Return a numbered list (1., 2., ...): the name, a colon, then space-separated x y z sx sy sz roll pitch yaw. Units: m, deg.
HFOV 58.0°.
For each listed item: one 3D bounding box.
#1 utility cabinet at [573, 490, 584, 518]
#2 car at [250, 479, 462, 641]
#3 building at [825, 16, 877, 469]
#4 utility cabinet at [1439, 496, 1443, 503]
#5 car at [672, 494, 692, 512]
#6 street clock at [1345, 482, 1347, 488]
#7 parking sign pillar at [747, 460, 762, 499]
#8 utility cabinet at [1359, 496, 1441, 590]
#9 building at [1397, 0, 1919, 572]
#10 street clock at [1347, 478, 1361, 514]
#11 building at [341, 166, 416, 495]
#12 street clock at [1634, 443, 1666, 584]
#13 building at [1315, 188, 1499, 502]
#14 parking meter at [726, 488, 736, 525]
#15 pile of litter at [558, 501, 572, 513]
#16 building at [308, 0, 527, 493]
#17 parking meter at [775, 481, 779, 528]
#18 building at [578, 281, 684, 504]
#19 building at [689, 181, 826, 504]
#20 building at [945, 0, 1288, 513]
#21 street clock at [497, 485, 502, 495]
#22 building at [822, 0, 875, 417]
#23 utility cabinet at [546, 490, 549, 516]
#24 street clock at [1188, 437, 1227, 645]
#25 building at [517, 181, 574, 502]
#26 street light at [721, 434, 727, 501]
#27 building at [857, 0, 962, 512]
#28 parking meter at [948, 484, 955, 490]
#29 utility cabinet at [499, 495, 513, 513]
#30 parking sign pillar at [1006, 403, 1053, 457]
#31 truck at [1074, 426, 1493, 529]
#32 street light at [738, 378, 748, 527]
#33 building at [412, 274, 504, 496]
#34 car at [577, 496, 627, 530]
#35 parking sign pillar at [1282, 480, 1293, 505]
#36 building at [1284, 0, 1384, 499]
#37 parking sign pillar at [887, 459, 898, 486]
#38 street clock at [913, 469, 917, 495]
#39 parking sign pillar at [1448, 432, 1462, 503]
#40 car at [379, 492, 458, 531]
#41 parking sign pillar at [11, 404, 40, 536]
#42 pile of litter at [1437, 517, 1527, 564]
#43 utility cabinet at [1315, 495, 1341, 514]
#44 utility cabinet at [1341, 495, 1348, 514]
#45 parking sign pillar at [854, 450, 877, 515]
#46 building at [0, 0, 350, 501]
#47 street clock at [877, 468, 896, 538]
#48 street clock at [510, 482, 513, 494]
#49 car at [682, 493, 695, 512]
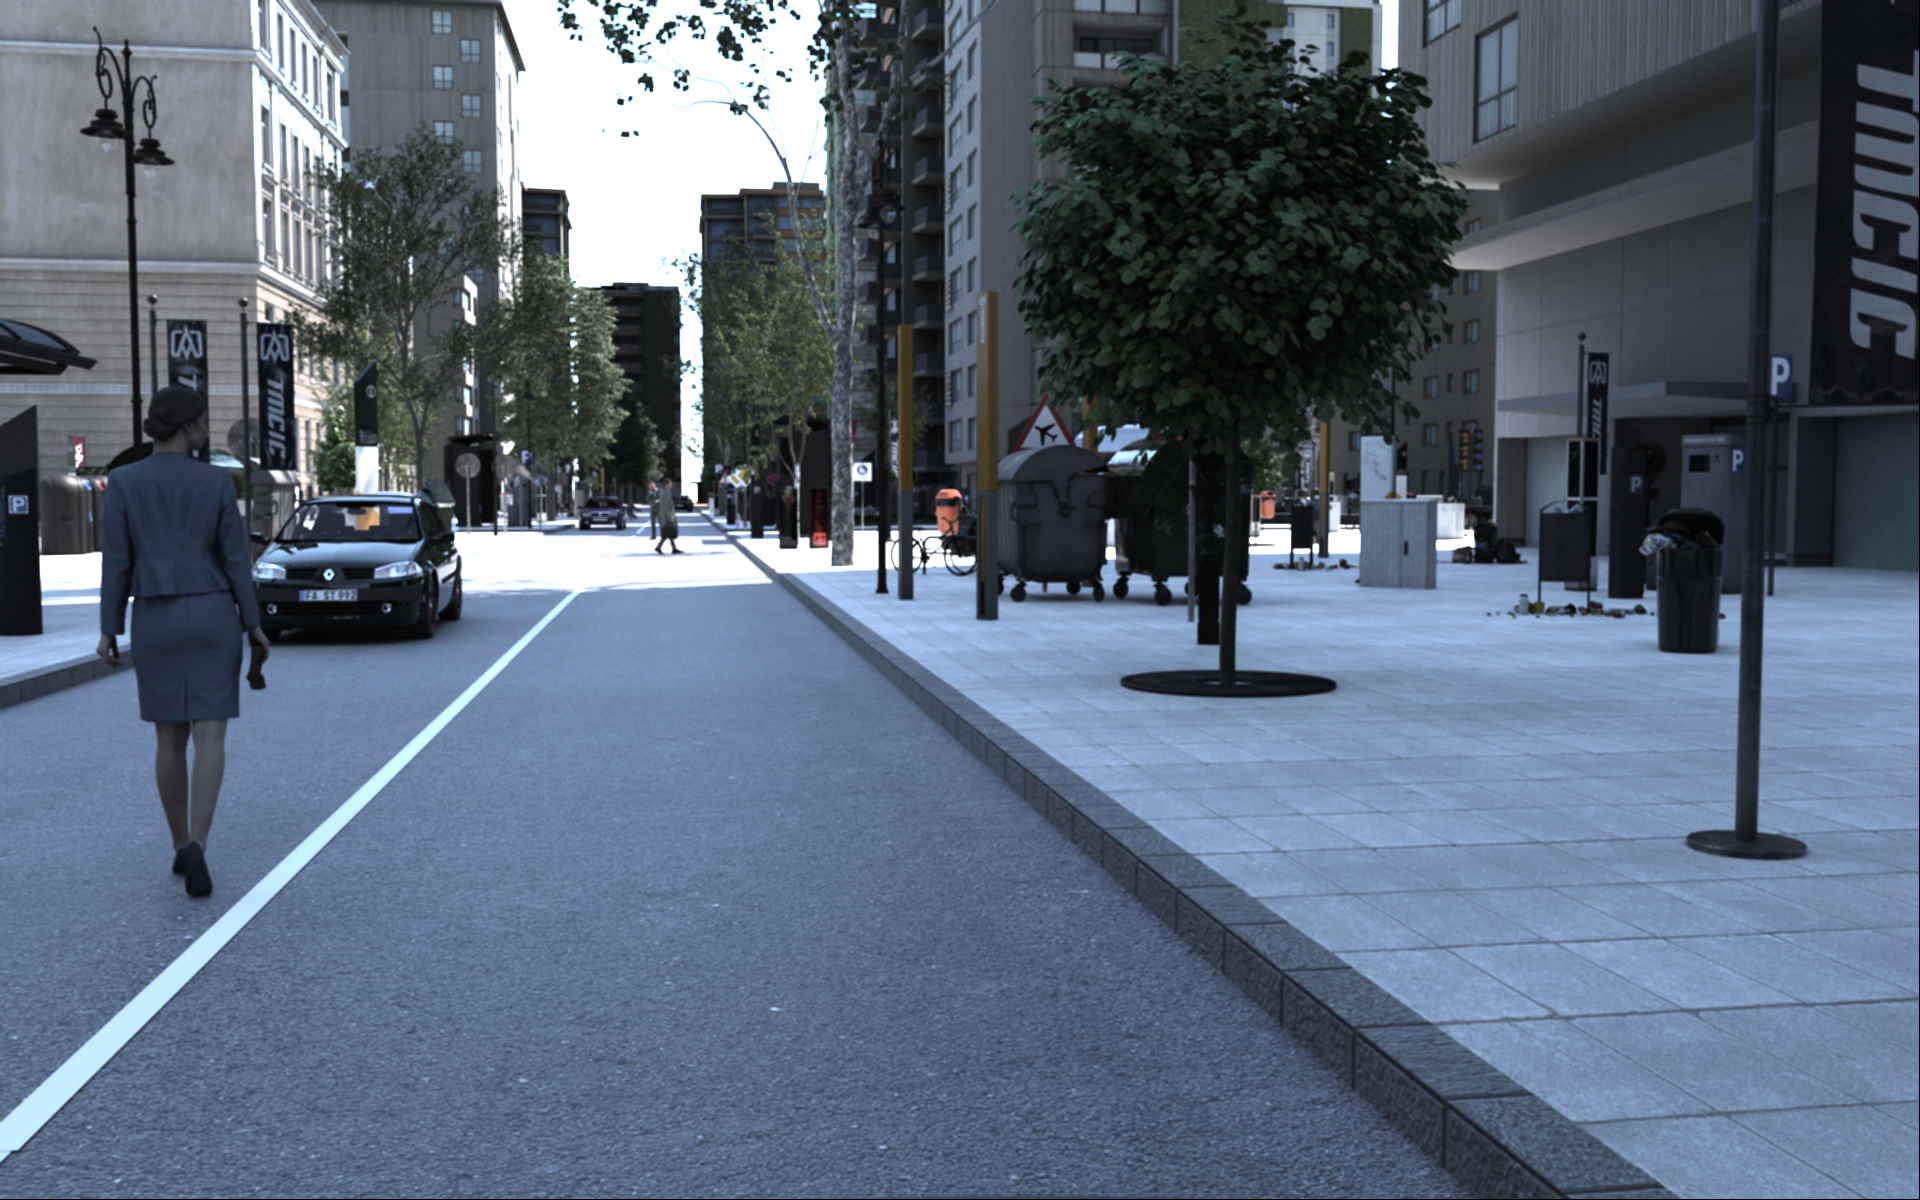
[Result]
1. utility cabinet: -20.260 -5.098 92.038 0.318 1.500 1.173 -2 4 -24
2. car: -6.299 -0.518 18.256 2.009 1.686 4.222 -1 4 -10
3. building: -4.258 -28.727 153.275 14.154 41.232 14.086 -1 4 -9
4. utility cabinet: 18.808 -3.559 69.349 1.020 1.237 0.306 1 4 10
5. car: -22.069 -7.732 136.197 2.009 1.686 4.222 -1 4 -10
6. street clock: 20.166 -5.193 89.471 0.358 2.002 0.471 -3 5 -44
7. parking sign pillar: -12.214 -7.070 104.073 1.447 3.967 1.447 3 4 39
8. utility cabinet: 5.975 -0.764 23.646 1.020 1.237 0.306 3 5 41
9. building: 25.730 -26.949 29.858 28.713 52.752 27.495 -1 4 -9
10. street clock: 18.252 -4.610 79.949 0.471 2.002 0.358 0 4 -1
11. building: -41.916 -17.672 108.018 14.460 24.649 34.723 -1 4 -9
12. street clock: 9.805 -1.233 24.734 0.358 2.002 0.471 -1 4 -22
13. building: 38.669 -15.372 96.378 28.899 21.520 27.650 -1 4 -9
14. parking meter: -9.587 -3.921 72.515 0.372 1.533 0.369 0 3 0
15. pile of litter: -26.658 -6.280 116.638 1.176 0.858 1.719 -3 4 -37
16. building: -60.988 -36.381 184.065 27.495 52.752 28.713 -1 4 -9
17. parking meter: -6.797 -3.666 65.651 0.399 1.863 0.255 -1 4 -19
18. building: -45.366 -28.565 238.742 14.107 30.474 14.160 -1 4 -9
19. building: -23.906 -36.123 245.232 28.867 44.769 22.147 -1 4 -9
20. building: 7.081 -24.554 85.058 14.086 41.232 14.154 -1 4 -9
21. street clock: -35.663 -7.907 133.842 0.471 2.002 0.358 -1 4 -10
22. building: -6.242 -53.623 189.401 22.319 86.520 31.000 -1 4 -9
23. utility cabinet: -24.368 -5.708 102.007 0.318 1.500 1.173 0 4 4
24. street clock: 2.128 -0.623 14.764 0.471 2.002 0.358 1 4 9
25. building: -67.971 -35.653 237.548 28.867 44.769 22.147 -1 4 -9
26. street light: -14.145 -8.002 103.617 0.468 5.910 1.993 -1 4 -9
27. building: 4.548 -28.383 118.693 22.147 44.769 28.867 -1 4 -9
28. parking meter: -0.536 -5.903 102.218 0.255 1.863 0.399 -3 5 -44
29. utility cabinet: -31.069 -6.587 118.852 1.020 1.237 0.306 1 4 12
30. parking sign pillar: 1.999 -3.750 49.786 1.447 3.967 1.447 0 4 -6
31. truck: 12.816 -4.635 65.549 18.799 4.110 2.967 -1 4 -11
32. street light: -8.451 -5.823 67.994 0.468 5.910 1.993 -1 4 -9
33. building: -54.908 -18.567 148.616 27.650 21.520 28.899 -1 4 -9
34. car: -14.480 -3.527 70.244 1.945 1.354 3.894 0 4 -8
35. parking sign pillar: 23.692 -8.438 126.441 1.447 3.967 1.447 -1 4 -18
36. building: 32.193 -40.360 201.884 28.212 58.520 21.231 -1 4 -9
37. parking sign pillar: -3.467 -6.559 95.704 1.447 3.967 1.447 1 4 15
38. street clock: -1.409 -2.611 47.254 0.471 2.002 0.358 0 4 4
39. parking sign pillar: 21.536 -5.314 75.358 1.447 3.967 1.447 1 4 23
40. car: -19.086 -3.032 59.164 3.694 1.707 1.945 -1 4 -10
41. parking sign pillar: -28.301 -3.881 51.919 1.447 3.967 1.447 -1 4 -16
42. pile of litter: 9.678 -1.120 32.270 1.719 0.858 1.176 1 4 18
43. utility cabinet: 14.916 -3.632 70.542 0.306 1.237 1.020 -2 4 -32
44. utility cabinet: 22.523 -5.537 101.687 1.020 1.237 0.306 2 4 29
45. parking sign pillar: -5.772 -7.122 104.912 1.447 3.967 1.447 -3 5 -40
46. building: -37.068 -18.037 80.815 13.634 28.700 20.117 -1 4 -9
47. street clock: -2.006 -2.619 47.395 0.471 2.002 0.358 2 4 32
48. street clock: -23.322 -5.280 90.896 0.358 2.002 0.471 3 5 44
49. car: -22.853 -8.129 142.702 2.009 1.686 4.222 -1 4 -9
